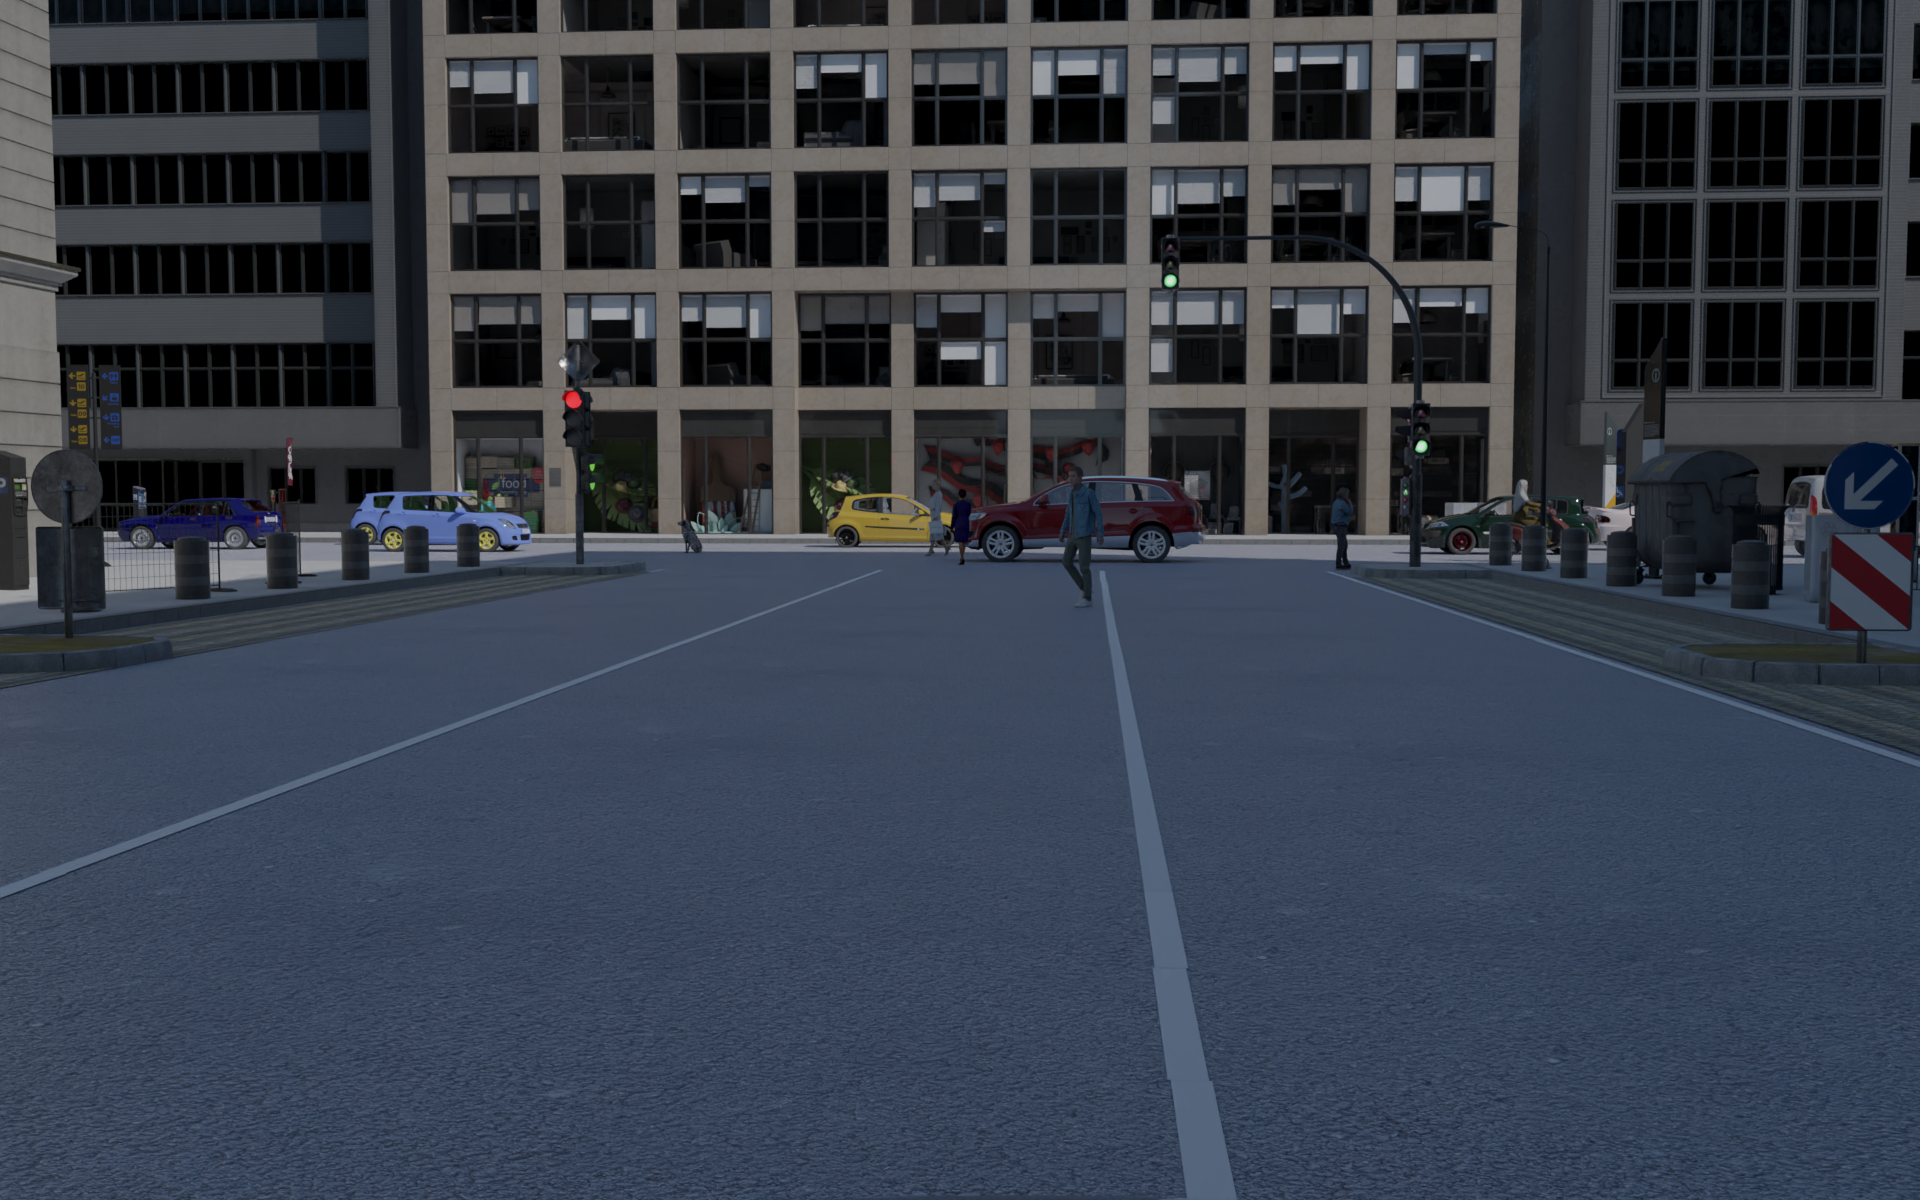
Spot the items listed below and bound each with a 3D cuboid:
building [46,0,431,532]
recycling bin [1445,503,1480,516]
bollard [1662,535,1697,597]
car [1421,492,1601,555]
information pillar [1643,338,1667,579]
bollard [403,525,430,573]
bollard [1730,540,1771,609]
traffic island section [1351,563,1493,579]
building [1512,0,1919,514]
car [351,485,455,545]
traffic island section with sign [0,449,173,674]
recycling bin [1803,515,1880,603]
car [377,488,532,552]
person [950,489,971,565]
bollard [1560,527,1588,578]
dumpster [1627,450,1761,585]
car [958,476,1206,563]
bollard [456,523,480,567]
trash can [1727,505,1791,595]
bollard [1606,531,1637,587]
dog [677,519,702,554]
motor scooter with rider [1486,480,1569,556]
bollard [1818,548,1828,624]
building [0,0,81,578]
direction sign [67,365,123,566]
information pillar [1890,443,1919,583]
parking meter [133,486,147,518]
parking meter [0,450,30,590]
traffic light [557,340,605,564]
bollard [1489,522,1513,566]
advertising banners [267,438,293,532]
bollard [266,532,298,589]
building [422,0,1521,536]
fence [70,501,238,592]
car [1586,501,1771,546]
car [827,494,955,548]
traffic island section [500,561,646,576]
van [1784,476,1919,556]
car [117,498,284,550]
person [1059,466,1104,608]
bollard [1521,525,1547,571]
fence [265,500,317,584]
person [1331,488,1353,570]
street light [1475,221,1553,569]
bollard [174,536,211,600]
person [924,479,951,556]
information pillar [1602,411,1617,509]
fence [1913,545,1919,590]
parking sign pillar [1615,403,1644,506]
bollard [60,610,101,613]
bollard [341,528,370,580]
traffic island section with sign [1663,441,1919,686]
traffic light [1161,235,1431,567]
[{"bbox_3d":[-31.857,-14.970,63.831,30.058,24.678,14.314,0,4,4],"label":"building"},{"bbox_3d":[14.364,-2.272,49.694,0.722,1.027,0.722,0,4,-1],"label":"recycling bin"},{"bbox_3d":[9.045,-0.432,21.780,0.404,0.777,0.398,0,3,0],"label":"bollard"},{"bbox_3d":[13.113,-1.936,41.434,4.222,1.686,2.009,0,4,6],"label":"car"},{"bbox_3d":[10.503,-2.132,26.215,0.183,3.616,0.504,0,4,-8],"label":"information pillar"},{"bbox_3d":[-8.873,-0.829,28.271,0.404,0.777,0.398,0,3,0],"label":"bollard"},{"bbox_3d":[8.865,-0.288,19.423,0.404,0.777,0.398,0,3,0],"label":"bollard"},{"bbox_3d":[8.036,-0.506,30.547,2.009,0.180,2.903,0,4,4],"label":"traffic island section"},{"bbox_3d":[33.348,-14.637,58.378,30.058,24.678,14.314,0,4,4],"label":"building"},{"bbox_3d":[-15.324,-2.422,49.187,3.694,1.707,1.945,0,4,3],"label":"car"},{"bbox_3d":[-7.890,-0.370,14.671,1.989,1.847,2.006,0,4,4],"label":"traffic island section with sign"},{"bbox_3d":[10.476,-0.492,20.591,0.722,1.027,0.722,1,4,20],"label":"recycling bin"},{"bbox_3d":[-12.648,-2.070,43.444,3.694,1.707,1.945,0,4,6],"label":"car"},{"bbox_3d":[-0.012,-1.483,35.120,0.453,1.535,0.546,-2,4,-35],"label":"person"},{"bbox_3d":[9.395,-0.720,26.494,0.404,0.777,0.398,0,3,0],"label":"bollard"},{"bbox_3d":[10.063,-1.102,23.769,1.264,1.857,1.865,0,4,4],"label":"dumpster"},{"bbox_3d":[2.583,-1.732,36.999,5.304,1.827,2.281,0,4,6],"label":"car"},{"bbox_3d":[-8.698,-0.973,30.632,0.404,0.777,0.398,0,3,0],"label":"bollard"},{"bbox_3d":[10.226,-0.645,22.198,0.748,1.137,0.748,0,3,0],"label":"trash can"},{"bbox_3d":[9.220,-0.576,24.133,0.404,0.777,0.398,0,3,0],"label":"bollard"},{"bbox_3d":[-6.488,-1.539,42.004,0.513,0.831,0.800,-2,4,-27],"label":"dog"},{"bbox_3d":[12.135,-1.686,36.539,1.986,1.779,0.876,0,4,4],"label":"motor scooter with rider"},{"bbox_3d":[8.691,-0.144,17.070,0.404,0.777,0.398,0,3,0],"label":"bollard"},{"bbox_3d":[-36.166,-14.920,20.356,44.131,29.872,17.030,0,4,4],"label":"building"},{"bbox_3d":[-15.190,-2.353,30.468,0.876,3.537,0.379,-1,4,-9],"label":"direction sign"},{"bbox_3d":[13.735,-1.265,25.179,0.304,2.012,0.304,1,4,11],"label":"information pillar"},{"bbox_3d":[-25.647,-2.799,54.167,0.372,1.533,0.369,0,3,0],"label":"parking meter"},{"bbox_3d":[-12.680,-1.066,23.135,0.399,1.863,0.255,1,4,17],"label":"parking meter"},{"bbox_3d":[-6.925,-2.606,31.525,0.839,4.253,0.868,0,4,4],"label":"traffic light"},{"bbox_3d":[9.745,-1.009,31.216,0.404,0.777,0.398,0,3,0],"label":"bollard"},{"bbox_3d":[-20.879,-3.492,53.279,0.090,3.025,2.074,0,3,0],"label":"advertising banners"},{"bbox_3d":[-9.224,-0.541,23.565,0.404,0.777,0.398,0,3,0],"label":"bollard"},{"bbox_3d":[0.683,-15.822,63.210,34.151,26.468,19.350,0,4,4],"label":"building"},{"bbox_3d":[-10.241,-0.651,21.846,0.480,1.192,2.264,2,4,28],"label":"fence"},{"bbox_3d":[18.392,-1.952,44.276,4.827,1.381,2.083,0,4,3],"label":"car"},{"bbox_3d":[-1.606,-2.245,46.930,3.980,1.641,2.015,0,4,3],"label":"car"},{"bbox_3d":[-6.964,-0.574,31.663,2.009,0.180,2.903,0,4,4],"label":"traffic island section"},{"bbox_3d":[20.907,-1.966,39.153,4.112,2.044,2.013,0,4,3],"label":"van"},{"bbox_3d":[-19.920,-2.013,45.485,3.894,1.354,1.945,0,4,3],"label":"car"},{"bbox_3d":[1.552,-0.803,21.965,0.444,1.785,0.601,-2,4,-32],"label":"person"},{"bbox_3d":[9.568,-0.865,28.863,0.404,0.777,0.398,0,3,0],"label":"bollard"},{"bbox_3d":[-9.978,-0.896,25.849,0.480,1.192,2.264,-1,4,-15],"label":"fence"},{"bbox_3d":[7.203,-1.340,32.627,0.429,1.552,0.499,1,4,23],"label":"person"},{"bbox_3d":[9.459,-3.490,29.608,1.470,5.913,1.316,0,4,4],"label":"street light"},{"bbox_3d":[-9.395,-0.396,21.196,0.404,0.777,0.398,0,3,0],"label":"bollard"},{"bbox_3d":[-0.506,-1.912,40.122,0.624,1.780,0.694,0,4,3],"label":"person"},{"bbox_3d":[18.475,-3.543,49.284,0.504,3.616,0.183,-2,4,-33],"label":"information pillar"},{"bbox_3d":[11.621,-0.254,19.526,0.278,0.683,2.069,-3,4,-36],"label":"fence"},{"bbox_3d":[19.744,-3.840,51.252,1.447,3.967,1.447,3,5,42],"label":"parking sign pillar"},{"bbox_3d":[-9.575,-0.252,18.843,0.404,0.777,0.398,0,3,0],"label":"bollard"},{"bbox_3d":[-9.048,-0.685,25.918,0.404,0.777,0.398,0,3,0],"label":"bollard"},{"bbox_3d":[6.801,-0.319,13.836,1.989,1.847,2.006,0,4,4],"label":"traffic island section with sign"},{"bbox_3d":[5.904,-3.412,30.449,4.771,5.953,1.251,0,4,4],"label":"traffic light"}]
